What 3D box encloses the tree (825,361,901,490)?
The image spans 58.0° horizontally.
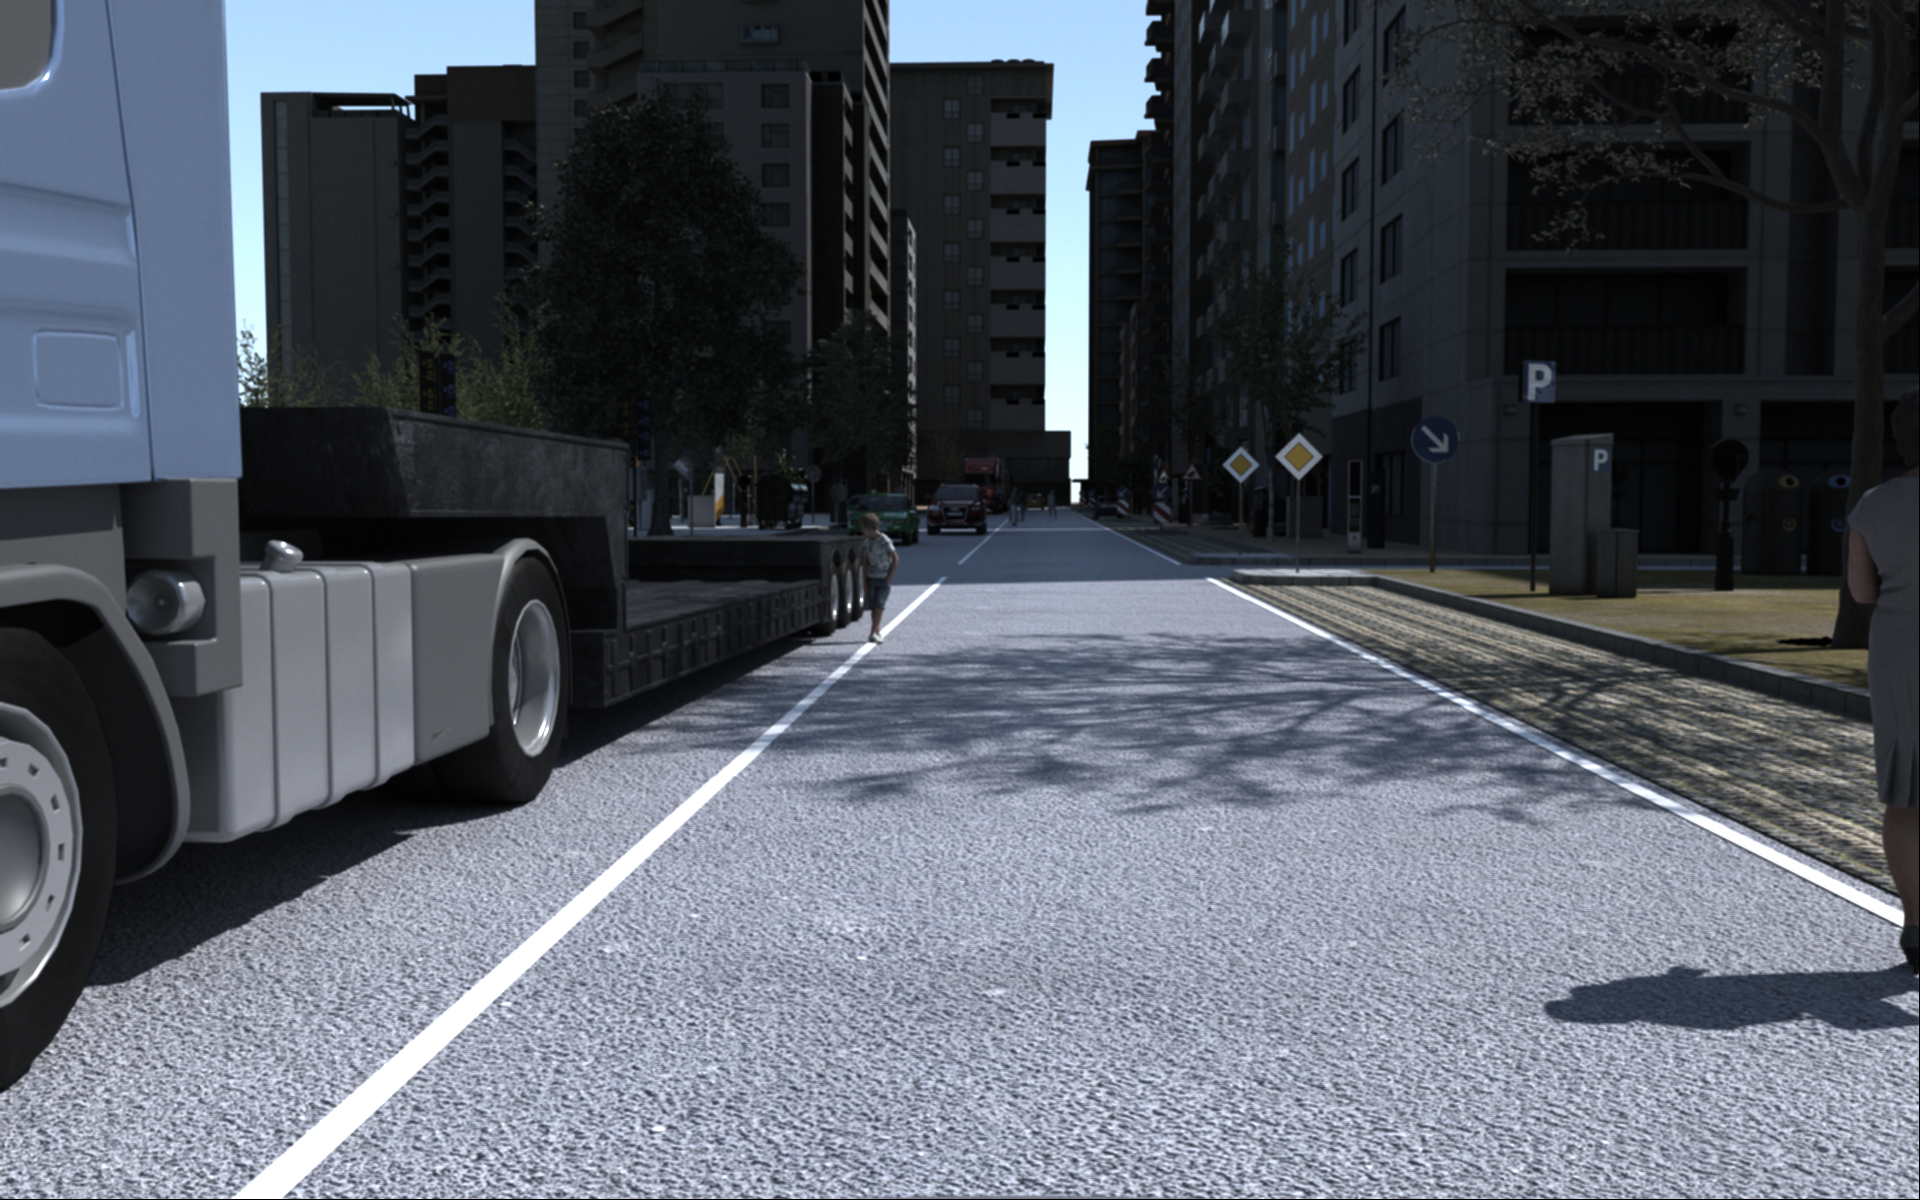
[{"bbox_3d":[-5.394,-8.937,96.480,4.737,8.622,4.395,0,3,0],"label":"tree"}]

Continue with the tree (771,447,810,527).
[{"bbox_3d":[-6.947,-4.461,67.546,1.663,3.219,1.824,0,3,0],"label":"tree"}]

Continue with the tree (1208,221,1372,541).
[{"bbox_3d":[8.603,-5.895,46.746,4.737,8.622,4.395,0,3,0],"label":"tree"}]

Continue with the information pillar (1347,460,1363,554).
[{"bbox_3d":[8.530,-2.015,37.436,0.304,2.012,0.304,1,4,11],"label":"information pillar"}]

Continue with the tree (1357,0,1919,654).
[{"bbox_3d":[7.660,-6.346,14.122,12.009,13.543,11.850,0,3,0],"label":"tree"}]

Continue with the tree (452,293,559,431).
[{"bbox_3d":[-15.551,-6.830,62.041,4.737,8.622,4.395,0,3,0],"label":"tree"}]

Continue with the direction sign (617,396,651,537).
[{"bbox_3d":[-7.553,-2.948,40.196,0.876,3.537,0.379,1,4,22],"label":"direction sign"}]

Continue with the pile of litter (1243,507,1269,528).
[{"bbox_3d":[11.441,-3.222,66.646,1.176,0.858,1.719,2,4,32],"label":"pile of litter"}]

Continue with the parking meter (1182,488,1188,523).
[{"bbox_3d":[9.823,-4.113,75.658,0.372,1.533,0.369,0,3,0],"label":"parking meter"}]

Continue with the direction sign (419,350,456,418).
[{"bbox_3d":[-8.358,-2.189,27.791,0.379,3.537,0.876,1,4,20],"label":"direction sign"}]

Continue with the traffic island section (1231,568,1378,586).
[{"bbox_3d":[5.523,-0.365,28.243,2.009,0.180,2.903,0,4,3],"label":"traffic island section"}]

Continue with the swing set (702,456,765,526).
[{"bbox_3d":[-9.658,-4.546,71.955,2.862,2.851,3.119,0,4,0],"label":"swing set"}]

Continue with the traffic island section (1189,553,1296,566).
[{"bbox_3d":[5.875,-0.853,36.220,2.009,0.180,2.903,0,4,3],"label":"traffic island section"}]

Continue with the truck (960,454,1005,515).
[{"bbox_3d":[1.746,-8.316,124.879,2.839,4.237,11.283,0,4,4],"label":"truck"}]

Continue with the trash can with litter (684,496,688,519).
[{"bbox_3d":[-14.084,-4.774,89.440,0.624,1.170,1.055,0,4,-1],"label":"trash can with litter"}]

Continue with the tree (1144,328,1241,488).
[{"bbox_3d":[10.461,-7.796,77.830,4.360,8.622,3.978,0,3,0],"label":"tree"}]

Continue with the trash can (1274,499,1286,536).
[{"bbox_3d":[9.797,-2.513,52.733,0.748,1.137,0.748,0,3,0],"label":"trash can"}]

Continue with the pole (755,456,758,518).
[{"bbox_3d":[-10.767,-5.983,91.671,0.158,3.312,0.155,0,3,0],"label":"pole"}]

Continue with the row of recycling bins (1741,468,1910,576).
[{"bbox_3d":[14.207,-1.228,27.186,3.534,1.692,1.069,1,4,18],"label":"row of recycling bins"}]

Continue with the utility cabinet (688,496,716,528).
[{"bbox_3d":[-9.836,-3.352,65.963,1.020,1.237,0.306,0,4,1],"label":"utility cabinet"}]

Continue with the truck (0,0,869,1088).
[{"bbox_3d":[-2.930,-1.304,11.085,2.967,4.110,18.799,0,4,4],"label":"truck"}]

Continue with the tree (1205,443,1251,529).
[{"bbox_3d":[9.610,-4.210,63.433,1.663,3.219,1.824,0,3,0],"label":"tree"}]

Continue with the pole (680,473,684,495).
[{"bbox_3d":[-15.822,-6.406,98.575,0.158,3.312,0.155,0,3,0],"label":"pole"}]

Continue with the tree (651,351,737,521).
[{"bbox_3d":[-13.491,-8.144,83.519,4.737,8.622,4.395,0,3,0],"label":"tree"}]

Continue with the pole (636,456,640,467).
[{"bbox_3d":[-17.179,-6.025,92.351,0.158,3.312,0.155,0,3,0],"label":"pole"}]

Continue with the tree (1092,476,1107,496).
[{"bbox_3d":[13.970,-10.710,169.710,1.663,3.219,1.824,0,3,0],"label":"tree"}]

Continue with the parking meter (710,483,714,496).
[{"bbox_3d":[-12.646,-5.083,88.811,0.255,1.863,0.399,1,4,18],"label":"parking meter"}]

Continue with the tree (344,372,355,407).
[{"bbox_3d":[-30.232,-8.602,90.998,4.737,8.622,4.395,0,3,0],"label":"tree"}]

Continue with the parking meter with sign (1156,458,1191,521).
[{"bbox_3d":[10.382,-5.361,83.912,1.738,3.016,0.543,2,4,30],"label":"parking meter with sign"}]

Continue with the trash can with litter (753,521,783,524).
[{"bbox_3d":[-8.527,-3.961,75.822,1.678,1.210,2.233,1,4,21],"label":"trash can with litter"}]

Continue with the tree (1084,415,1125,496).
[{"bbox_3d":[13.599,-12.913,161.492,4.737,8.622,4.395,0,3,0],"label":"tree"}]

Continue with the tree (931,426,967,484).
[{"bbox_3d":[-1.314,-14.628,189.533,4.737,8.622,4.395,0,3,0],"label":"tree"}]

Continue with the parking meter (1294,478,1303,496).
[{"bbox_3d":[12.049,-3.424,61.687,0.255,1.863,0.399,2,4,29],"label":"parking meter"}]

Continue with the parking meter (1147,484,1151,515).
[{"bbox_3d":[11.506,-6.093,105.339,0.255,1.863,0.399,0,4,6],"label":"parking meter"}]

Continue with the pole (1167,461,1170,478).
[{"bbox_3d":[13.001,-6.994,108.191,0.158,3.312,0.155,0,3,0],"label":"pole"}]

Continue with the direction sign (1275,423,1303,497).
[{"bbox_3d":[10.430,-3.852,54.972,0.876,3.537,0.379,0,4,-7],"label":"direction sign"}]

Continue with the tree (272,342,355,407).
[{"bbox_3d":[-30.846,-8.121,83.135,4.360,8.622,3.978,0,3,0],"label":"tree"}]

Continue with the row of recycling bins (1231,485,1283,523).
[{"bbox_3d":[12.547,-4.259,76.755,3.534,1.692,1.069,0,4,-2],"label":"row of recycling bins"}]

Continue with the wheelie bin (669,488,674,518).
[{"bbox_3d":[-15.454,-5.083,91.010,0.980,1.594,0.693,-3,5,-40],"label":"wheelie bin"}]

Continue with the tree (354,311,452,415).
[{"bbox_3d":[-21.467,-7.255,68.988,4.737,8.622,4.395,0,3,0],"label":"tree"}]

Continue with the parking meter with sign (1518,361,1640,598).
[{"bbox_3d":[7.889,-1.576,22.028,0.543,3.016,1.738,-1,4,-23],"label":"parking meter with sign"}]

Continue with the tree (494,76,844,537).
[{"bbox_3d":[-8.340,-8.020,48.137,9.611,12.733,9.660,0,3,0],"label":"tree"}]

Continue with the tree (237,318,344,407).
[{"bbox_3d":[-29.437,-7.530,73.484,4.737,8.622,4.395,0,3,0],"label":"tree"}]

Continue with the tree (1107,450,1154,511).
[{"bbox_3d":[12.648,-8.841,128.264,4.285,4.588,4.351,0,3,0],"label":"tree"}]

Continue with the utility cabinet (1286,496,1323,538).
[{"bbox_3d":[10.060,-2.412,50.603,1.020,1.237,0.306,-1,4,-10],"label":"utility cabinet"}]

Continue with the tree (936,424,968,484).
[{"bbox_3d":[-1.691,-13.971,178.787,4.360,8.622,3.978,0,3,0],"label":"tree"}]

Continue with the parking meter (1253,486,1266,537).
[{"bbox_3d":[8.909,-2.635,51.497,0.372,1.533,0.369,0,3,0],"label":"parking meter"}]

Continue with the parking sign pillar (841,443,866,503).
[{"bbox_3d":[-5.632,-6.299,91.456,1.447,3.967,1.447,-1,4,-14],"label":"parking sign pillar"}]

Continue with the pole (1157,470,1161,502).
[{"bbox_3d":[12.030,-6.778,104.668,0.158,3.312,0.155,0,3,0],"label":"pole"}]

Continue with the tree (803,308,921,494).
[{"bbox_3d":[-6.058,-11.511,106.334,7.486,12.596,7.792,0,3,0],"label":"tree"}]

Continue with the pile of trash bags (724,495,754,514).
[{"bbox_3d":[-14.720,-6.178,110.769,3.447,1.369,1.912,2,4,25],"label":"pile of trash bags"}]

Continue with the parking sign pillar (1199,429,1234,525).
[{"bbox_3d":[10.684,-5.113,72.067,1.447,3.967,1.447,-2,4,-35],"label":"parking sign pillar"}]

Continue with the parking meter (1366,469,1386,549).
[{"bbox_3d":[9.788,-2.144,40.769,0.399,1.863,0.255,2,4,28],"label":"parking meter"}]

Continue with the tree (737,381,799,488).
[{"bbox_3d":[-10.871,-9.037,98.121,4.737,8.622,4.395,0,3,0],"label":"tree"}]

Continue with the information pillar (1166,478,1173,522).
[{"bbox_3d":[9.747,-4.659,80.672,0.304,2.012,0.304,0,4,0],"label":"information pillar"}]

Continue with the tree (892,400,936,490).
[{"bbox_3d":[-4.405,-11.178,133.128,4.360,8.622,3.978,0,3,0],"label":"tree"}]

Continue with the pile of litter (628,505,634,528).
[{"bbox_3d":[-12.885,-3.211,66.469,1.176,0.858,1.719,2,4,32],"label":"pile of litter"}]

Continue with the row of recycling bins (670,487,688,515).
[{"bbox_3d":[-17.229,-6.065,106.280,1.069,1.692,3.534,0,4,-3],"label":"row of recycling bins"}]

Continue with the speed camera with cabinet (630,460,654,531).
[{"bbox_3d":[-11.163,-4.075,60.957,0.660,3.252,2.038,1,4,9],"label":"speed camera with cabinet"}]

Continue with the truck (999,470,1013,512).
[{"bbox_3d":[2.676,-8.884,141.169,3.469,3.379,9.791,0,4,3],"label":"truck"}]
